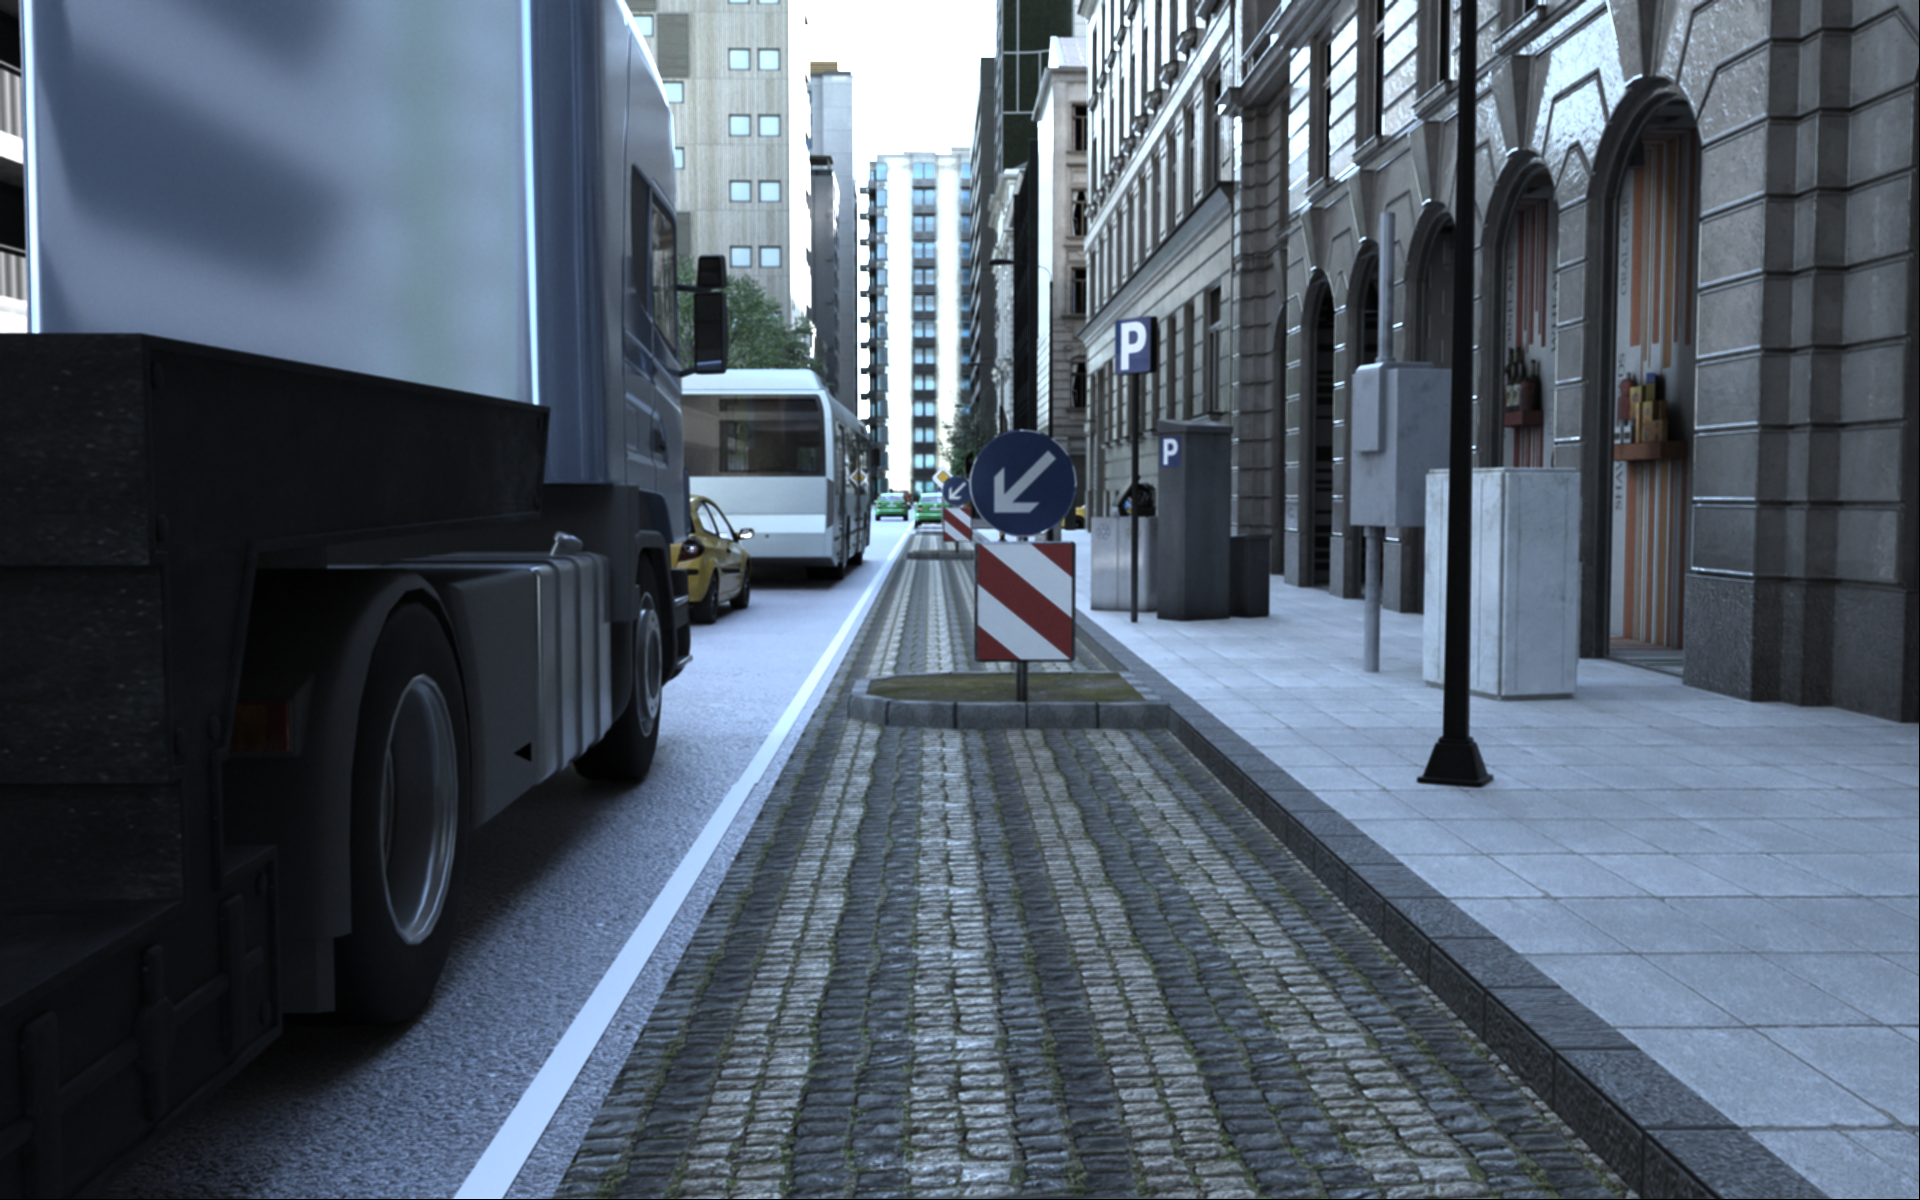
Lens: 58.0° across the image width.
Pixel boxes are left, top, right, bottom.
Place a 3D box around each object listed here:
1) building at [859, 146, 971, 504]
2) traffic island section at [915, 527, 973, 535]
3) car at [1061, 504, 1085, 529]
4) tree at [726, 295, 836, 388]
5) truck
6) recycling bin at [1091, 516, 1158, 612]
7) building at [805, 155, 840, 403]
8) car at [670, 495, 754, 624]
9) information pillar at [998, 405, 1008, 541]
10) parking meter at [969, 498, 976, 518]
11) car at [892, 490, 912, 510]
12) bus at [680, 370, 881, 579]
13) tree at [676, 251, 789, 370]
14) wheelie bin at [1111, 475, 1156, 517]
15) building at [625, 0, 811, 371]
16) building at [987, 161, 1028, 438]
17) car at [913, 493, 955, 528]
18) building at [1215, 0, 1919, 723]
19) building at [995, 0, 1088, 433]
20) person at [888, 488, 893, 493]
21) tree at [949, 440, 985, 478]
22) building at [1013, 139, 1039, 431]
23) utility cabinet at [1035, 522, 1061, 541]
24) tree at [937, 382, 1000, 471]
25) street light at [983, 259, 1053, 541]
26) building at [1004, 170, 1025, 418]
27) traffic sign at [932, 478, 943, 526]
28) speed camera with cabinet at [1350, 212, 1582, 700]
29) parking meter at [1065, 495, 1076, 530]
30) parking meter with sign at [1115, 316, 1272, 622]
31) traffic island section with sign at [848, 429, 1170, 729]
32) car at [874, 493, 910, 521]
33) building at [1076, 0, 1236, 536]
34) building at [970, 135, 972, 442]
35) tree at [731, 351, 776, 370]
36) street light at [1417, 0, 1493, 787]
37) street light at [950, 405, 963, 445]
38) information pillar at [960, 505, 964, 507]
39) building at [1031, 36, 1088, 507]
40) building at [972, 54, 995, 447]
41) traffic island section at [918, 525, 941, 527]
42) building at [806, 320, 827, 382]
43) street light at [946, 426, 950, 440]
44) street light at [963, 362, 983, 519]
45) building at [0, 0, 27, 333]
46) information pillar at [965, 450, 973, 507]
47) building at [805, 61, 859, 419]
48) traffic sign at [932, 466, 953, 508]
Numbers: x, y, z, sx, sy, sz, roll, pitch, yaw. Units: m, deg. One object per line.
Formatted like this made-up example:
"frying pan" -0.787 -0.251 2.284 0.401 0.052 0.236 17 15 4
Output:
"building" 1.407 -38.000 240.909 30.456 49.044 23.786 0 4 -1
"traffic island section" -0.568 -2.391 61.372 2.009 0.180 2.903 0 4 -1
"car" 5.524 -3.365 65.245 3.980 1.641 2.015 0 4 -1
"tree" -11.034 -11.085 99.374 7.486 12.596 7.792 0 3 0
"truck" -2.574 -0.718 1.491 2.967 4.110 18.799 0 4 -1
"recycling bin" 1.922 -0.410 19.253 0.722 1.027 0.722 2 4 32
"building" -21.785 -32.243 210.769 14.086 41.232 14.154 0 4 -1
"car" -3.524 -0.631 20.546 2.015 1.641 3.980 0 4 1
"information pillar" 1.157 -3.347 46.073 0.183 3.616 0.504 1 4 19
"parking meter" 0.660 -5.083 91.514 0.372 1.533 0.369 0 3 0
"car" -5.569 -9.350 161.545 2.281 1.827 5.304 0 4 -2
"bus" -3.179 -2.284 32.203 2.948 3.499 13.247 0 4 0
"tree" -11.149 -9.155 75.439 9.928 11.665 9.643 0 3 0
"wheelie bin" 2.881 -1.264 28.581 0.693 1.594 0.980 0 4 -4
"building" -27.730 -34.719 156.886 28.713 52.752 27.495 0 4 -1
"building" 9.399 -21.124 132.764 14.401 28.519 23.554 0 4 -1
"car" -1.031 -3.978 73.841 1.959 1.807 4.718 0 4 -1
"building" 10.625 -10.726 17.177 13.314 21.916 24.055 0 4 -1
"building" 11.680 -44.360 163.543 20.563 71.187 20.611 0 4 -1
"person" -4.503 -6.250 110.950 0.793 1.790 0.793 0 4 8
"tree" 0.869 -7.437 105.306 4.285 4.588 4.351 0 3 0
"building" 9.394 -16.099 92.889 12.332 23.373 15.834 0 4 -1
"utility cabinet" 2.301 -2.217 44.931 0.318 1.500 1.173 2 4 24
"tree" 0.840 -9.874 111.804 4.360 8.622 3.978 0 3 0
"street light" 1.258 -3.780 34.347 1.470 5.913 1.316 0 4 -1
"building" 8.787 -17.267 111.198 11.050 23.489 19.941 0 4 -1
"traffic sign" -0.725 -4.014 69.278 0.795 2.450 0.064 0 4 -1
"speed camera with cabinet" 3.360 -1.060 11.663 0.660 3.252 2.038 -1 4 -15
"parking meter" 3.910 -3.408 61.436 0.255 1.863 0.399 2 4 35
"parking meter with sign" 2.426 -1.312 17.715 1.738 3.016 0.543 -2 4 -34
"traffic island section with sign" 0.271 -0.171 11.426 1.989 1.847 2.006 0 4 -1
"car" -3.696 -5.202 93.843 1.959 1.807 4.718 0 4 -2
"building" 11.739 -12.899 44.175 16.112 22.955 30.059 0 4 -1
"building" 12.144 -35.678 207.033 21.300 48.544 21.600 0 4 -1
"tree" -10.658 -8.529 89.808 4.737 8.622 4.395 0 3 0
"street light" 1.675 -2.142 7.568 1.470 5.913 1.316 0 4 -1
"street light" 0.369 -7.199 90.250 1.470 5.913 1.316 0 4 -1
"information pillar" 0.139 -7.329 124.315 0.304 2.012 0.304 0 4 6
"building" 12.499 -13.844 75.506 18.267 20.994 9.793 0 4 -1
"building" 12.491 -34.350 185.317 21.300 48.544 21.600 0 4 -1
"traffic island section" -0.701 -2.879 69.356 2.009 0.180 2.903 0 4 -1
"building" -28.937 -20.873 186.310 27.650 21.520 28.899 0 4 -1
"street light" -0.229 -8.873 117.621 1.470 5.913 1.316 0 4 -1
"street light" 0.946 -5.425 61.236 1.470 5.913 1.316 0 4 -1
"building" -22.072 -35.753 22.807 20.563 71.187 20.611 0 4 -1
"information pillar" 0.482 -6.199 92.701 0.504 3.616 0.183 -2 4 -32
"building" -28.168 -42.624 238.908 28.212 58.520 21.231 0 4 -1
"traffic sign" -0.591 -3.526 61.295 0.795 2.450 0.064 0 4 -1
